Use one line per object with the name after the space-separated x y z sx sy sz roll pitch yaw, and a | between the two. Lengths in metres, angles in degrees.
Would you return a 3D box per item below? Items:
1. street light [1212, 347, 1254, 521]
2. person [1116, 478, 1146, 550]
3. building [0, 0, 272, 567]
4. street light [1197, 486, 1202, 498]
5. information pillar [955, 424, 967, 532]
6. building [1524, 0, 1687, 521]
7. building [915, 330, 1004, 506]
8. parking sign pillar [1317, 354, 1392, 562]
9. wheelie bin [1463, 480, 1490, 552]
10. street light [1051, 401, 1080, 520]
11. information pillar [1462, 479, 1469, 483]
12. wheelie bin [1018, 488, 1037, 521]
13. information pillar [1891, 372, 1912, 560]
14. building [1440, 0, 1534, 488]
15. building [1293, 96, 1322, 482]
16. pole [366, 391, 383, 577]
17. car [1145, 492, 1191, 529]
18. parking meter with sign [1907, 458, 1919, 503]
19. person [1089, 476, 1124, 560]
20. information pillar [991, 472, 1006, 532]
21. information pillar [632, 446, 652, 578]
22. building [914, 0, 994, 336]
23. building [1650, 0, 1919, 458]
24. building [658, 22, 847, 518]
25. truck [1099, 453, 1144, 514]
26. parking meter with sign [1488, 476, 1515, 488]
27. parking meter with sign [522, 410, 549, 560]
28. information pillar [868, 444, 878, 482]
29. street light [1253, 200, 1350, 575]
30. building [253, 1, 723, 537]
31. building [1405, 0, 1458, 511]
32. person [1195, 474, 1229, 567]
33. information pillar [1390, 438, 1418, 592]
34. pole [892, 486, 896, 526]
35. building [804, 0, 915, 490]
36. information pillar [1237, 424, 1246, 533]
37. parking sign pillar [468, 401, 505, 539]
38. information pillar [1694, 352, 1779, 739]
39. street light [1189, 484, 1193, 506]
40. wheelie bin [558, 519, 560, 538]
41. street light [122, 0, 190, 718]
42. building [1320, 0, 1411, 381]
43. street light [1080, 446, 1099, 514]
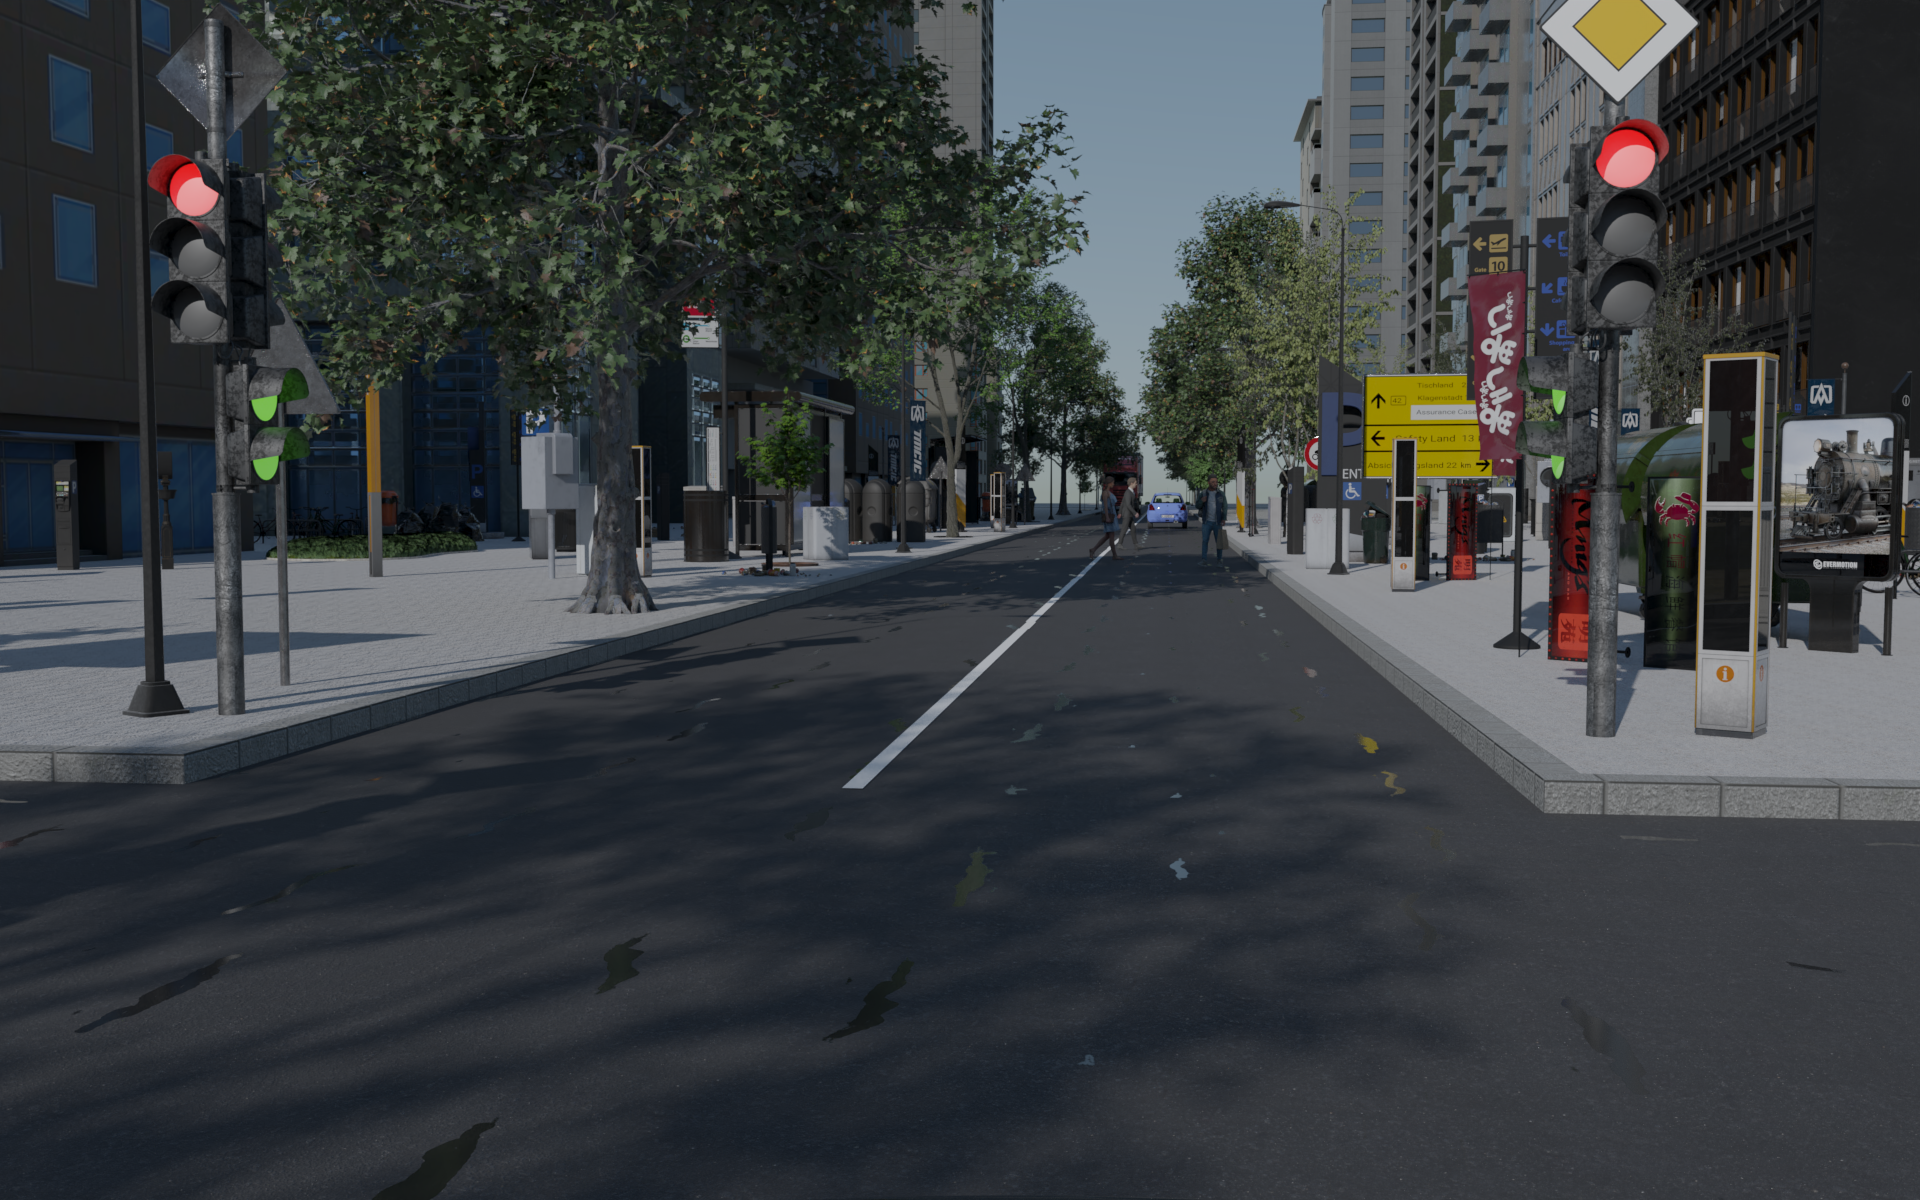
8.810 -5.040 54.948 1.470 5.913 1.316 0 4 7 | street light
4.383 -2.203 44.295 0.755 1.850 0.659 0 4 7 | person
-23.252 -23.351 31.901 14.600 45.320 14.200 0 4 7 | building
12.099 -6.738 82.712 1.470 5.913 1.316 0 4 7 | street light
0.014 -4.079 58.047 0.183 3.616 0.504 3 5 40 | information pillar
31.706 -15.499 71.430 12.078 24.808 19.932 0 4 7 | building
-10.061 -21.669 199.327 27.650 21.520 28.899 0 4 7 | building
7.523 -2.737 33.228 1.447 3.967 1.447 1 4 12 | parking sign pillar
11.382 -1.871 38.507 0.693 1.594 0.980 -1 4 -20 | wheelie bin
5.098 -6.968 86.474 1.470 5.913 1.316 0 4 7 | street light
23.864 -4.729 81.813 0.304 2.012 0.304 2 4 24 | information pillar
3.207 -4.650 83.938 0.980 1.594 0.693 -1 4 -23 | wheelie bin
18.000 -2.558 33.183 0.504 3.616 0.183 -2 4 -28 | information pillar
41.779 -29.652 104.422 23.786 49.044 30.456 0 4 7 | building
58.455 -38.849 224.421 28.713 52.752 27.495 0 4 7 | building
-9.035 -2.009 26.697 0.158 3.312 0.155 0 3 0 | pole
8.782 -3.896 73.289 1.945 1.707 3.694 0 4 7 | car
20.190 -2.494 37.031 1.738 3.016 0.543 0 4 8 | parking meter with sign
3.176 -1.772 37.564 0.778 1.811 0.616 1 4 17 | person
1.343 -3.308 58.578 0.304 2.012 0.304 2 4 31 | information pillar
-4.930 -1.350 26.569 0.304 2.012 0.304 1 4 15 | information pillar
-4.127 -47.935 221.987 20.563 71.187 20.611 0 4 7 | building
30.015 -13.678 53.311 12.332 23.373 15.834 0 4 7 | building
-22.319 -31.293 100.873 28.713 52.752 27.495 0 4 7 | building
11.315 -8.024 120.100 2.839 4.237 11.283 0 4 8 | truck
19.830 -4.091 63.142 0.543 3.016 1.738 -1 4 -23 | parking meter with sign
-8.425 -2.346 34.626 0.543 3.016 1.738 -1 4 -17 | parking meter with sign
-4.081 -5.498 81.247 0.504 3.616 0.183 0 4 -7 | information pillar
5.500 -3.362 27.515 1.470 5.913 1.316 0 4 7 | street light
-21.985 -46.061 65.762 22.319 86.520 31.000 0 4 7 | building
43.237 -42.284 129.600 20.563 71.187 20.611 0 4 7 | building
4.948 -1.540 33.656 0.794 1.824 0.713 2 4 30 | person
5.825 -1.116 22.738 0.304 2.012 0.304 1 4 11 | information pillar
-2.681 -4.675 70.287 0.158 3.312 0.155 0 3 0 | pole
-11.443 -29.719 136.009 14.600 45.320 14.200 0 4 7 | building
9.387 -4.067 57.852 0.183 3.616 0.504 -1 4 -14 | information pillar
-13.881 -3.752 49.823 1.447 3.967 1.447 -1 4 -15 | parking sign pillar
4.118 -0.287 9.191 0.304 2.012 0.304 3 4 38 | information pillar
14.659 -8.047 104.103 1.470 5.913 1.316 0 4 7 | street light
-10.878 -2.315 45.763 0.980 1.594 0.693 0 4 6 | wheelie bin
-4.154 -2.282 9.854 1.470 5.913 1.316 0 4 7 | street light
51.587 -40.036 196.587 21.231 58.520 28.212 0 4 7 | building
8.450 -8.654 114.030 1.470 5.913 1.316 0 4 7 | street light
